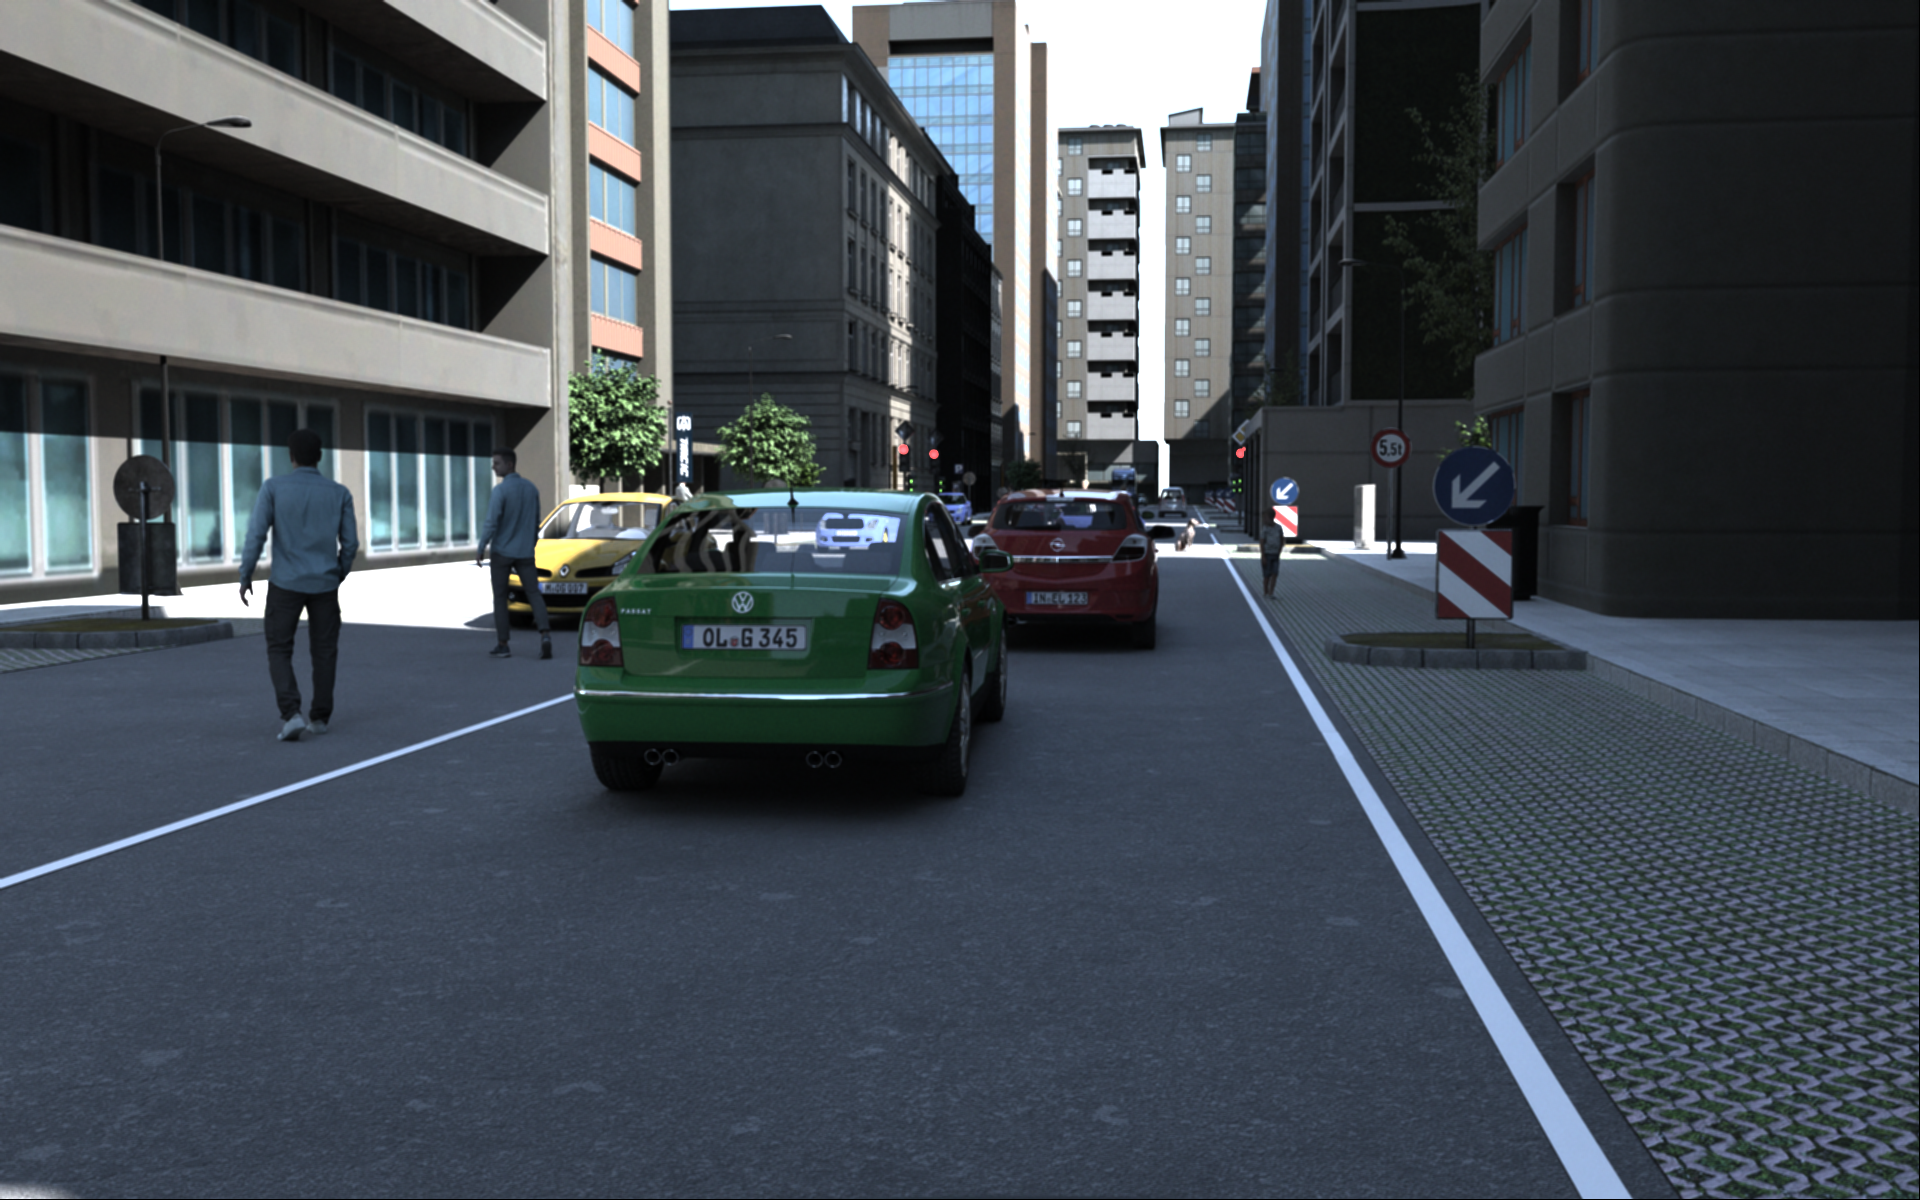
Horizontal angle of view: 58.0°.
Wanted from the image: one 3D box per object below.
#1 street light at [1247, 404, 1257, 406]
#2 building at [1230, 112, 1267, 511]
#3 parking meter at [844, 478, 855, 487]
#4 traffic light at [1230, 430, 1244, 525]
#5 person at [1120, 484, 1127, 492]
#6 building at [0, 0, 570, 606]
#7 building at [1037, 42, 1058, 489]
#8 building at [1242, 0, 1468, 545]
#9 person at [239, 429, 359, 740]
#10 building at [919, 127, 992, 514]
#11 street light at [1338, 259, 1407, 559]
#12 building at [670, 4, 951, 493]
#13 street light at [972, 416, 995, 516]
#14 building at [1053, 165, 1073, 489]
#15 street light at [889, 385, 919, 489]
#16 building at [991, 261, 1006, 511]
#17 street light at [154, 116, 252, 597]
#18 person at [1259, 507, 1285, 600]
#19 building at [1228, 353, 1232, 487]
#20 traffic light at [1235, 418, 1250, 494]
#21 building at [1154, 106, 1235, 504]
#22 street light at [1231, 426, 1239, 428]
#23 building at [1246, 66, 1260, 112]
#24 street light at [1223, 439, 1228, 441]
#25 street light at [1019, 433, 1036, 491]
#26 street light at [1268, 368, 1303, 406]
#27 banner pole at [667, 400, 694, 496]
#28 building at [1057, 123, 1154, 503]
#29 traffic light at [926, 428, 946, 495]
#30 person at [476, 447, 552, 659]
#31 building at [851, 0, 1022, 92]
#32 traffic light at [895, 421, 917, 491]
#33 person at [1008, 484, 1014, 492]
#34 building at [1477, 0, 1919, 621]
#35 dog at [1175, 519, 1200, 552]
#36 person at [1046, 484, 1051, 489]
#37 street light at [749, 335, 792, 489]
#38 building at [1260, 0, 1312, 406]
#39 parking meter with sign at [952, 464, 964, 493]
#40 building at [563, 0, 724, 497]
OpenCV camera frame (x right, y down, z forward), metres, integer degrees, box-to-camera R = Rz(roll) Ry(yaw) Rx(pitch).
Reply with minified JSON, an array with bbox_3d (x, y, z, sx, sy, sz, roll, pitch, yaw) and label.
[{"bbox_3d":[15.473,-7.129,89.105,1.470,5.913,1.316,0,4,7],"label":"street light"},{"bbox_3d":[28.013,-22.129,133.514,14.160,30.474,14.107,0,4,7],"label":"building"},{"bbox_3d":[-4.067,-3.553,63.802,0.399,1.863,0.255,-3,5,-42],"label":"parking meter"},{"bbox_3d":[11.703,-5.105,72.386,0.839,4.253,0.868,0,4,7],"label":"traffic light"},{"bbox_3d":[6.123,-3.410,64.435,0.709,1.800,0.728,-1,4,-21],"label":"person"},{"bbox_3d":[-19.895,-24.543,24.985,21.300,48.544,21.600,0,4,7],"label":"building"},{"bbox_3d":[2.168,-31.816,170.308,14.600,45.320,14.200,0,4,7],"label":"building"},{"bbox_3d":[19.111,-37.380,49.421,20.563,71.187,20.611,0,4,7],"label":"building"},{"bbox_3d":[-3.886,-0.104,10.226,0.660,1.820,0.620,-2,4,-35],"label":"person"},{"bbox_3d":[-4.939,-17.357,113.469,12.332,23.373,15.834,0,4,7],"label":"building"},{"bbox_3d":[8.189,-3.782,34.380,1.470,5.913,1.316,0,4,7],"label":"street light"},{"bbox_3d":[-10.464,-15.767,91.078,16.112,22.955,30.059,0,4,7],"label":"building"},{"bbox_3d":[1.367,-7.993,103.232,1.470,5.913,1.316,0,4,7],"label":"street light"},{"bbox_3d":[-0.860,-34.203,213.845,28.867,44.769,22.147,0,4,7],"label":"building"},{"bbox_3d":[-2.466,-6.215,74.156,1.470,5.913,1.316,0,4,7],"label":"street light"},{"bbox_3d":[-2.381,-17.209,130.523,9.793,20.994,18.267,0,4,7],"label":"building"},{"bbox_3d":[-9.403,-2.996,21.529,1.470,5.913,1.316,0,4,7],"label":"street light"},{"bbox_3d":[4.227,-0.627,23.439,0.332,1.250,0.352,2,4,29],"label":"person"},{"bbox_3d":[46.103,-21.998,204.706,27.650,21.520,28.899,0,4,7],"label":"building"},{"bbox_3d":[10.664,-4.621,64.468,0.839,4.253,0.868,0,4,7],"label":"traffic light"},{"bbox_3d":[41.860,-39.983,242.962,27.495,52.752,28.713,0,4,7],"label":"building"},{"bbox_3d":[19.156,-8.891,117.912,1.470,5.913,1.316,0,4,7],"label":"street light"},{"bbox_3d":[39.968,-31.847,175.316,22.147,44.769,28.867,0,4,7],"label":"building"},{"bbox_3d":[22.994,-10.652,146.698,1.470,5.913,1.316,0,4,7],"label":"street light"},{"bbox_3d":[5.066,-9.755,132.036,1.470,5.913,1.316,0,4,7],"label":"street light"},{"bbox_3d":[12.065,-5.591,63.956,1.470,5.913,1.316,0,4,7],"label":"street light"},{"bbox_3d":[-7.519,-3.443,46.312,0.863,3.779,0.401,-2,4,-29],"label":"banner pole"},{"bbox_3d":[14.519,-40.221,246.850,27.495,52.752,28.713,0,4,7],"label":"building"},{"bbox_3d":[-1.052,-5.206,74.036,0.839,4.253,0.868,0,4,7],"label":"traffic light"},{"bbox_3d":[-3.888,-0.412,15.105,0.638,1.841,0.748,-3,5,-41],"label":"person"},{"bbox_3d":[-1.186,-30.969,156.452,14.600,45.320,14.200,0,4,7],"label":"building"},{"bbox_3d":[-2.090,-4.722,66.119,0.839,4.253,0.868,0,4,7],"label":"traffic light"},{"bbox_3d":[1.853,-3.450,65.101,0.583,1.804,0.606,2,4,32],"label":"person"},{"bbox_3d":[19.734,-10.090,10.014,27.650,21.520,28.899,0,4,7],"label":"building"},{"bbox_3d":[5.594,-1.615,43.240,0.513,0.831,0.800,-1,4,-17],"label":"dog"},{"bbox_3d":[3.245,-3.341,63.308,0.511,1.800,0.466,-1,4,-21],"label":"person"},{"bbox_3d":[-5.598,-4.785,50.778,1.470,5.913,1.316,0,4,7],"label":"street light"},{"bbox_3d":[33.688,-30.785,153.449,14.600,45.320,14.200,0,4,7],"label":"building"},{"bbox_3d":[-0.215,-6.368,100.385,0.543,3.016,1.738,1,4,10],"label":"parking meter with sign"},{"bbox_3d":[-23.294,-24.630,57.321,28.867,44.769,22.147,0,4,7],"label":"building"}]
